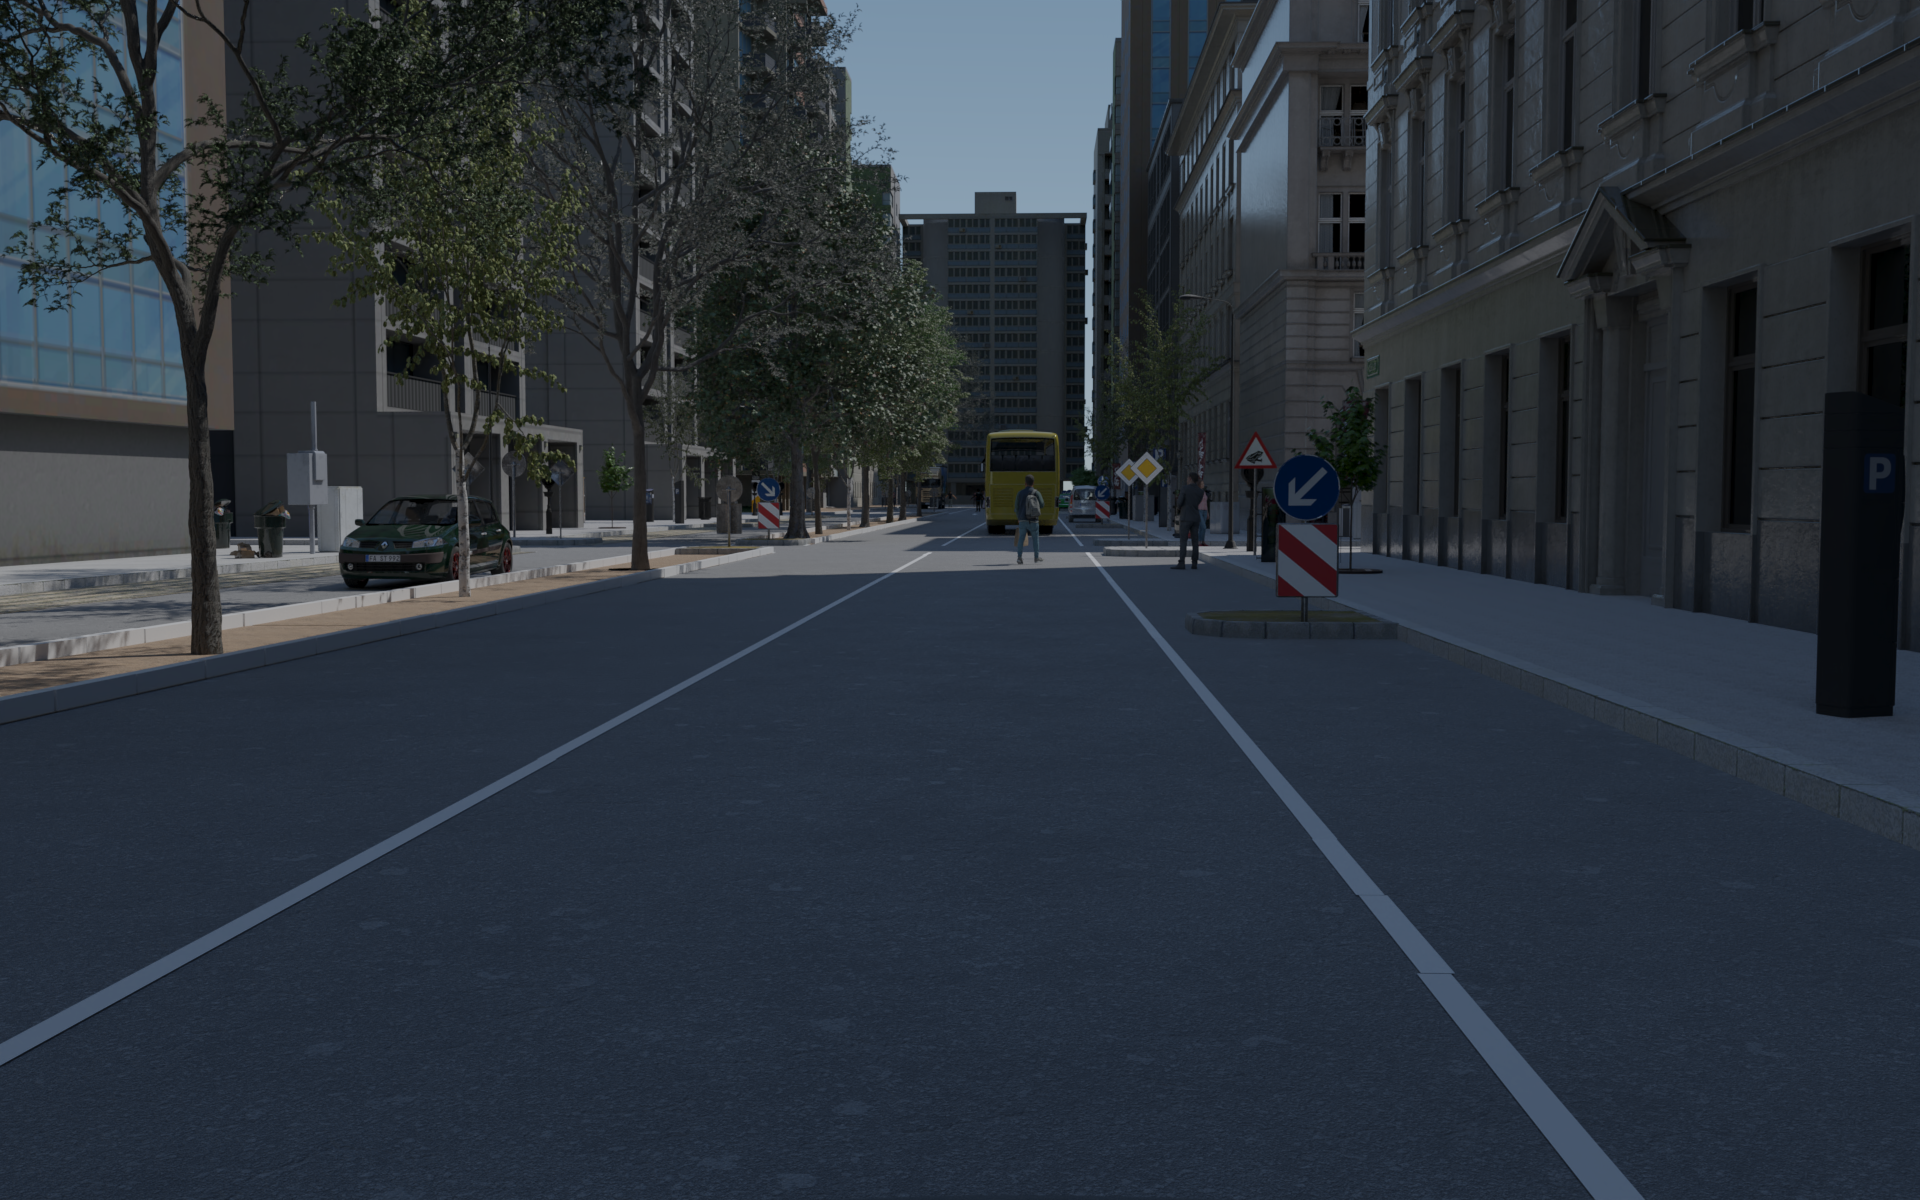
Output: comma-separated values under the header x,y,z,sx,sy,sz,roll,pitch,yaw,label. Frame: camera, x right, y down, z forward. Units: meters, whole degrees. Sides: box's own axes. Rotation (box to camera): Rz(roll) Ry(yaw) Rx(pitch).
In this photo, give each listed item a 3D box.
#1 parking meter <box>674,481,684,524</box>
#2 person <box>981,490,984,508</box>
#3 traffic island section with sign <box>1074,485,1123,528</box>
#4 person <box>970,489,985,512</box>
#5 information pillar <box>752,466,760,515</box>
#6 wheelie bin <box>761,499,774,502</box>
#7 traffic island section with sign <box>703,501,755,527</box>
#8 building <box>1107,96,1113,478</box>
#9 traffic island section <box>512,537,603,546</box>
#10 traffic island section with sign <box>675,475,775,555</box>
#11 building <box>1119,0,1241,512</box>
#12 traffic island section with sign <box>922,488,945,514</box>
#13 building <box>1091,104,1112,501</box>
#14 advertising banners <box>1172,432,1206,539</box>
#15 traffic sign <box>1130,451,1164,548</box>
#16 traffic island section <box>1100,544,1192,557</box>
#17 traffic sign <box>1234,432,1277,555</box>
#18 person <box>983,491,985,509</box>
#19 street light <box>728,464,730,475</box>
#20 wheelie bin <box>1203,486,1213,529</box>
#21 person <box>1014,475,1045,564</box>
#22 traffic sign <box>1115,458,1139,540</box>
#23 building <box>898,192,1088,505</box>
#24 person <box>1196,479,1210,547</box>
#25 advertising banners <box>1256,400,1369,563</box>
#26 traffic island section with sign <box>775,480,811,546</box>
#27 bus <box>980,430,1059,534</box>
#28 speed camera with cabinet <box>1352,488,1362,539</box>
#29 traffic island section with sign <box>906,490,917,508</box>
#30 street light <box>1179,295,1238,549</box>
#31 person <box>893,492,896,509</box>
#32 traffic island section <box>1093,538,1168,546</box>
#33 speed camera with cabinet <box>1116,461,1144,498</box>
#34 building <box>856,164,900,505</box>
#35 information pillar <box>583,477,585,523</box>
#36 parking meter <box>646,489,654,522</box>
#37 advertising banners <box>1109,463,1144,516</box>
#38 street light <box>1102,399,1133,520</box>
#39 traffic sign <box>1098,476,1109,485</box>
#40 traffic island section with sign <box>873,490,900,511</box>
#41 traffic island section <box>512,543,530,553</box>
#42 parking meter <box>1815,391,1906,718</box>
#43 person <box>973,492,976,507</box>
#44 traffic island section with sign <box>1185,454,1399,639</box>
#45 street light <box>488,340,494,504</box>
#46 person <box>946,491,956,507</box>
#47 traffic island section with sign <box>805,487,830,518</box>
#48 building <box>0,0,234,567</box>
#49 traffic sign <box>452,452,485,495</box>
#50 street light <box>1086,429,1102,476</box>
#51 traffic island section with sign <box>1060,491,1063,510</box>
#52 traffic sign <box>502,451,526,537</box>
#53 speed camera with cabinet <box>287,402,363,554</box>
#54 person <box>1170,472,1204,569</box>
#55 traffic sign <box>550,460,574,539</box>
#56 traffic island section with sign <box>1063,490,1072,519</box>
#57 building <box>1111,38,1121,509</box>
x,y,z,sx,sy,sz,roll,pitch,yaw,label
-12.109,-4.220,74.713,0.399,1.863,0.255,3,4,38,parking meter
2.234,-10.060,172.995,0.705,1.821,1.348,0,4,6,person
5.898,-3.962,73.402,1.989,1.847,2.006,0,4,3,traffic island section with sign
1.434,-7.972,138.476,1.348,1.869,0.705,-2,4,-27,person
-12.253,-6.878,103.806,0.504,3.616,0.183,-1,4,-14,information pillar
-11.828,-6.008,106.135,0.980,1.594,0.693,2,4,24,wheelie bin
-9.968,-4.063,75.062,1.989,1.847,2.006,0,4,3,traffic island section with sign
27.003,-34.319,180.728,23.786,49.044,30.456,0,4,3,building
-11.446,-1.669,49.569,2.009,0.180,2.903,0,4,3,traffic island section
-5.653,-2.043,41.548,2.006,1.907,1.989,0,4,3,traffic island section with sign
19.313,-29.376,130.403,14.600,45.320,14.200,0,4,3,building
-1.901,-7.087,124.008,2.006,1.907,1.989,0,4,3,traffic island section with sign
27.437,-36.385,218.592,21.600,48.544,21.300,0,4,3,building
6.586,-3.274,49.711,0.090,3.025,2.074,-1,4,-18,advertising banners
4.392,-2.271,40.776,0.795,2.450,0.064,0,4,3,traffic sign
4.416,-1.136,40.852,2.009,0.180,2.903,0,4,3,traffic island section
6.159,-2.209,36.115,0.884,2.594,0.081,1,4,11,traffic sign
2.402,-9.632,166.653,0.621,1.740,0.551,-2,4,-25,person
-11.117,-7.022,87.354,1.470,5.913,1.316,0,4,3,street light
8.922,-3.435,64.063,0.693,1.594,0.980,-2,4,-29,wheelie bin
1.364,-1.639,35.291,0.794,1.824,0.713,3,4,36,person
4.755,-2.759,48.753,0.795,2.450,0.064,0,4,3,traffic sign
4.541,-32.627,225.331,23.993,40.220,32.217,0,4,3,building
6.331,-2.261,45.469,0.388,1.821,0.555,2,4,33,person
6.600,-2.211,32.341,2.074,3.025,0.090,1,4,10,advertising banners
-5.307,-2.496,48.947,2.006,1.907,1.989,0,4,3,traffic island section with sign
2.212,-4.511,65.298,2.896,3.916,12.252,0,4,1,bus
11.350,-3.331,48.792,0.660,3.252,2.038,1,4,17,speed camera with cabinet
-5.272,-10.368,178.137,1.989,1.847,2.006,0,4,3,traffic island section with sign
5.806,-4.155,40.483,1.470,5.913,1.316,0,4,3,street light
-5.881,-8.898,155.456,0.593,1.643,0.415,3,4,36,person
4.779,-1.624,48.829,2.009,0.180,2.903,0,4,3,traffic island section
10.214,-6.619,102.558,0.660,3.252,2.038,-3,5,-44,speed camera with cabinet
-14.865,-32.673,217.790,14.086,41.232,14.154,0,4,3,building
-16.748,-4.407,76.551,0.304,2.012,0.304,0,4,-2,information pillar
-14.232,-4.344,79.430,0.372,1.533,0.369,0,3,0,parking meter
9.585,-6.224,97.947,2.074,3.025,0.090,1,4,18,advertising banners
7.860,-6.875,84.947,1.470,5.913,1.316,0,4,3,street light
9.951,-7.351,120.293,0.768,2.556,0.104,0,4,5,traffic sign
-6.487,-8.721,151.209,1.989,1.847,2.006,0,4,3,traffic island section with sign
-11.809,-1.181,41.592,2.009,0.180,2.903,0,4,3,traffic island section
5.213,-0.264,10.021,0.399,1.863,0.255,-1,4,-18,parking meter
1.726,-11.191,192.938,0.593,1.643,0.415,-1,4,-9,person
3.388,-0.577,18.066,1.989,1.847,2.006,0,4,3,traffic island section with sign
-12.855,-4.700,49.389,1.470,5.913,1.316,0,4,3,street light
-1.036,-10.890,186.557,1.348,1.822,0.705,2,4,25,person
-8.719,-5.719,102.131,1.989,1.847,2.006,0,4,3,traffic island section with sign
-23.532,-23.278,30.708,14.200,45.320,14.600,0,4,3,building
-11.785,-2.317,41.530,0.795,2.450,0.064,0,4,3,traffic sign
9.578,-9.227,123.403,1.470,5.913,1.316,0,4,3,street light
10.671,-10.377,178.289,1.989,1.847,2.006,0,4,3,traffic island section with sign
-13.224,-3.132,51.321,0.768,2.556,0.104,1,4,9,traffic sign
-13.862,-2.661,37.837,0.660,3.252,2.038,1,4,12,speed camera with cabinet
4.326,-1.515,33.077,0.655,1.846,0.447,-2,4,-28,person
-11.422,-2.805,49.507,0.795,2.450,0.064,0,4,3,traffic sign
7.165,-5.654,101.067,1.989,1.847,2.006,0,4,3,traffic island section with sign
20.879,-29.071,158.905,14.154,41.232,14.086,0,4,3,building
